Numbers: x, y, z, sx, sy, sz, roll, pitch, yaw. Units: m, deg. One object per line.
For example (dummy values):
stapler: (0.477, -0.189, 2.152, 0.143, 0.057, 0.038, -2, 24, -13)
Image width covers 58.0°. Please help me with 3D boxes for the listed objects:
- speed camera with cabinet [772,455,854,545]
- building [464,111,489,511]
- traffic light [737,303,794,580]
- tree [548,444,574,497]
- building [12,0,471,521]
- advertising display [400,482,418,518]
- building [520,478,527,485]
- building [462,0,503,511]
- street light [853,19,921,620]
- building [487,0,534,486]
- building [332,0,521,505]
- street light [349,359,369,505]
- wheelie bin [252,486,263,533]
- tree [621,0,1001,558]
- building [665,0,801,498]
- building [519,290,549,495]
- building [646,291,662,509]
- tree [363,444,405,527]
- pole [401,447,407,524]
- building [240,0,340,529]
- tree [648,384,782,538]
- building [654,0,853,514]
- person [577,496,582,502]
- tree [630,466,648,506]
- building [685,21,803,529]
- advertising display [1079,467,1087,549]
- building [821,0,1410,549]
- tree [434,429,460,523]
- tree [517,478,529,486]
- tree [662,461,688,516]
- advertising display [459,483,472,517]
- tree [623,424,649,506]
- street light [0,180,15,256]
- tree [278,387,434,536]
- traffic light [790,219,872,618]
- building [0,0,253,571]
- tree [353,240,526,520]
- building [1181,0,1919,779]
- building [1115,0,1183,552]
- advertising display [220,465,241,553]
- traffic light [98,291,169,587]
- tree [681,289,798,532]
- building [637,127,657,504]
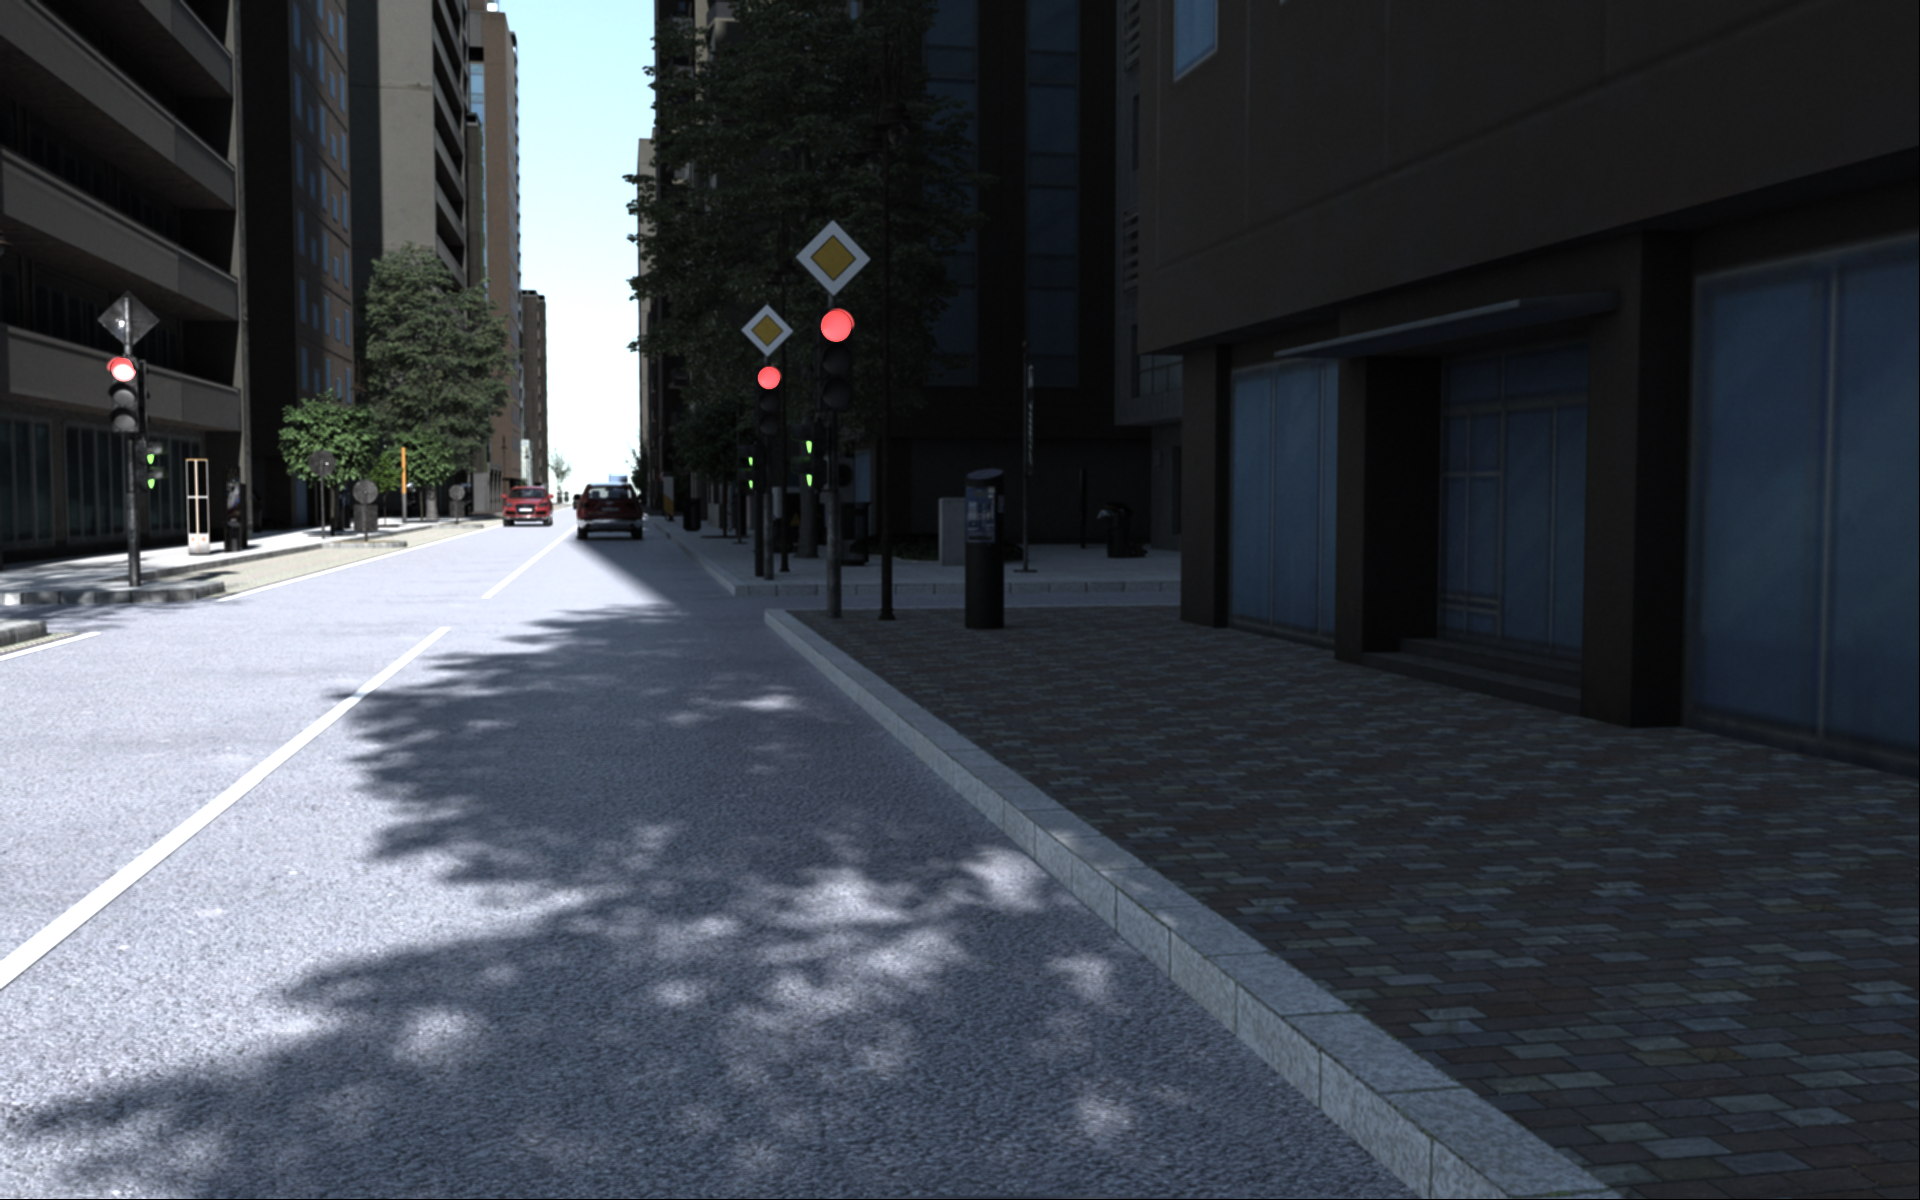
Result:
speed camera with cabinet: (-3.529, -2.863, 41.154, 2.038, 3.252, 0.660, -2, 4, -33)
building: (-41.837, -21.572, 124.396, 14.160, 30.474, 14.107, -1, 4, -11)
traffic light: (-2.869, -2.249, 25.689, 0.839, 4.253, 0.868, -1, 4, -11)
tree: (-58.673, -18.560, 253.812, 4.360, 8.622, 3.978, 0, 3, 0)
building: (-41.976, -29.441, 105.067, 21.300, 48.544, 21.600, -1, 4, -11)
advertising display: (-29.991, -5.445, 94.246, 0.974, 1.923, 0.123, 1, 4, 13)
building: (-64.421, -30.415, 189.167, 32.217, 40.220, 23.993, -1, 4, -11)
building: (-48.254, -42.893, 139.551, 20.563, 71.187, 20.611, -1, 4, -11)
street light: (-0.745, -2.735, 17.506, 0.468, 5.910, 1.993, -1, 4, -11)
building: (-64.880, -55.227, 215.636, 22.319, 86.520, 31.000, -1, 4, -11)
building: (-47.866, -31.075, 158.181, 14.600, 45.320, 14.200, -1, 4, -11)
street light: (-20.539, -5.294, 59.345, 0.468, 5.910, 1.993, -1, 4, -11)
wheelie bin: (-23.577, -3.035, 57.530, 0.693, 1.594, 0.980, -2, 4, -35)
tree: (-3.097, -7.147, 34.976, 7.486, 12.596, 7.792, 0, 3, 0)
building: (-8.561, -28.319, 117.635, 22.147, 44.769, 28.867, -1, 4, -11)
building: (-64.713, -28.662, 240.323, 14.160, 30.474, 14.107, -1, 4, -11)
building: (-14.966, -19.385, 161.986, 27.650, 21.520, 28.899, -1, 4, -11)
tree: (-22.263, -4.444, 67.254, 1.663, 3.219, 1.824, 0, 3, 0)
pole: (-24.209, -4.987, 75.382, 0.158, 3.312, 0.155, 0, 3, 0)
building: (-32.276, -25.533, 67.574, 14.600, 45.320, 14.200, -1, 4, -11)
tree: (-6.872, -4.123, 51.117, 4.285, 4.588, 4.351, 0, 3, 0)
building: (-17.038, -29.845, 138.079, 14.600, 45.320, 14.200, -1, 4, -11)
person: (-23.823, -6.248, 110.660, 1.348, 1.822, 0.705, -1, 4, -10)
tree: (-34.477, -12.584, 189.463, 4.285, 4.588, 4.351, 0, 3, 0)
building: (1.847, -14.394, 80.388, 27.650, 21.520, 28.899, -1, 4, -11)
advertising display: (2.917, -2.194, 41.081, 0.123, 1.923, 0.974, 0, 4, 1)
building: (3.038, -24.448, 49.835, 14.600, 45.320, 14.200, -1, 4, -11)
tree: (-24.293, -5.764, 77.962, 4.285, 4.588, 4.351, 0, 3, 0)
tree: (-44.104, -10.923, 173.199, 1.663, 3.219, 1.824, 0, 3, 0)
tree: (-16.731, -6.508, 101.008, 1.663, 3.219, 1.824, 0, 3, 0)
advertising display: (-27.797, -5.636, 97.361, 0.123, 1.923, 0.974, 2, 4, 23)
tree: (-32.960, -14.132, 181.415, 4.360, 8.622, 3.978, 0, 3, 0)
street light: (-13.542, -3.132, 23.996, 0.468, 5.910, 1.993, -1, 4, -11)
tree: (-19.370, -4.251, 53.215, 4.285, 4.588, 4.351, 0, 3, 0)
traffic light: (-1.323, -1.770, 17.855, 0.839, 4.253, 0.868, -1, 4, -11)
building: (-28.242, -25.140, 34.744, 21.300, 48.544, 21.600, -1, 4, -11)
tree: (-26.630, -11.029, 86.973, 9.857, 13.997, 8.962, 0, 3, 0)
building: (9.956, -22.065, 10.866, 14.600, 45.320, 14.200, -1, 4, -11)
building: (11.662, -21.425, 33.900, 14.086, 41.232, 14.154, -1, 4, -11)
advertising display: (-16.122, -2.025, 38.317, 0.123, 1.923, 0.974, 0, 4, -5)
traffic light: (-11.462, -2.145, 23.984, 0.839, 4.253, 0.868, -1, 4, -11)
tree: (-7.666, -6.644, 58.997, 4.737, 8.622, 4.395, 0, 3, 0)
building: (-31.100, -36.870, 226.531, 21.300, 48.544, 21.600, -1, 4, -11)
